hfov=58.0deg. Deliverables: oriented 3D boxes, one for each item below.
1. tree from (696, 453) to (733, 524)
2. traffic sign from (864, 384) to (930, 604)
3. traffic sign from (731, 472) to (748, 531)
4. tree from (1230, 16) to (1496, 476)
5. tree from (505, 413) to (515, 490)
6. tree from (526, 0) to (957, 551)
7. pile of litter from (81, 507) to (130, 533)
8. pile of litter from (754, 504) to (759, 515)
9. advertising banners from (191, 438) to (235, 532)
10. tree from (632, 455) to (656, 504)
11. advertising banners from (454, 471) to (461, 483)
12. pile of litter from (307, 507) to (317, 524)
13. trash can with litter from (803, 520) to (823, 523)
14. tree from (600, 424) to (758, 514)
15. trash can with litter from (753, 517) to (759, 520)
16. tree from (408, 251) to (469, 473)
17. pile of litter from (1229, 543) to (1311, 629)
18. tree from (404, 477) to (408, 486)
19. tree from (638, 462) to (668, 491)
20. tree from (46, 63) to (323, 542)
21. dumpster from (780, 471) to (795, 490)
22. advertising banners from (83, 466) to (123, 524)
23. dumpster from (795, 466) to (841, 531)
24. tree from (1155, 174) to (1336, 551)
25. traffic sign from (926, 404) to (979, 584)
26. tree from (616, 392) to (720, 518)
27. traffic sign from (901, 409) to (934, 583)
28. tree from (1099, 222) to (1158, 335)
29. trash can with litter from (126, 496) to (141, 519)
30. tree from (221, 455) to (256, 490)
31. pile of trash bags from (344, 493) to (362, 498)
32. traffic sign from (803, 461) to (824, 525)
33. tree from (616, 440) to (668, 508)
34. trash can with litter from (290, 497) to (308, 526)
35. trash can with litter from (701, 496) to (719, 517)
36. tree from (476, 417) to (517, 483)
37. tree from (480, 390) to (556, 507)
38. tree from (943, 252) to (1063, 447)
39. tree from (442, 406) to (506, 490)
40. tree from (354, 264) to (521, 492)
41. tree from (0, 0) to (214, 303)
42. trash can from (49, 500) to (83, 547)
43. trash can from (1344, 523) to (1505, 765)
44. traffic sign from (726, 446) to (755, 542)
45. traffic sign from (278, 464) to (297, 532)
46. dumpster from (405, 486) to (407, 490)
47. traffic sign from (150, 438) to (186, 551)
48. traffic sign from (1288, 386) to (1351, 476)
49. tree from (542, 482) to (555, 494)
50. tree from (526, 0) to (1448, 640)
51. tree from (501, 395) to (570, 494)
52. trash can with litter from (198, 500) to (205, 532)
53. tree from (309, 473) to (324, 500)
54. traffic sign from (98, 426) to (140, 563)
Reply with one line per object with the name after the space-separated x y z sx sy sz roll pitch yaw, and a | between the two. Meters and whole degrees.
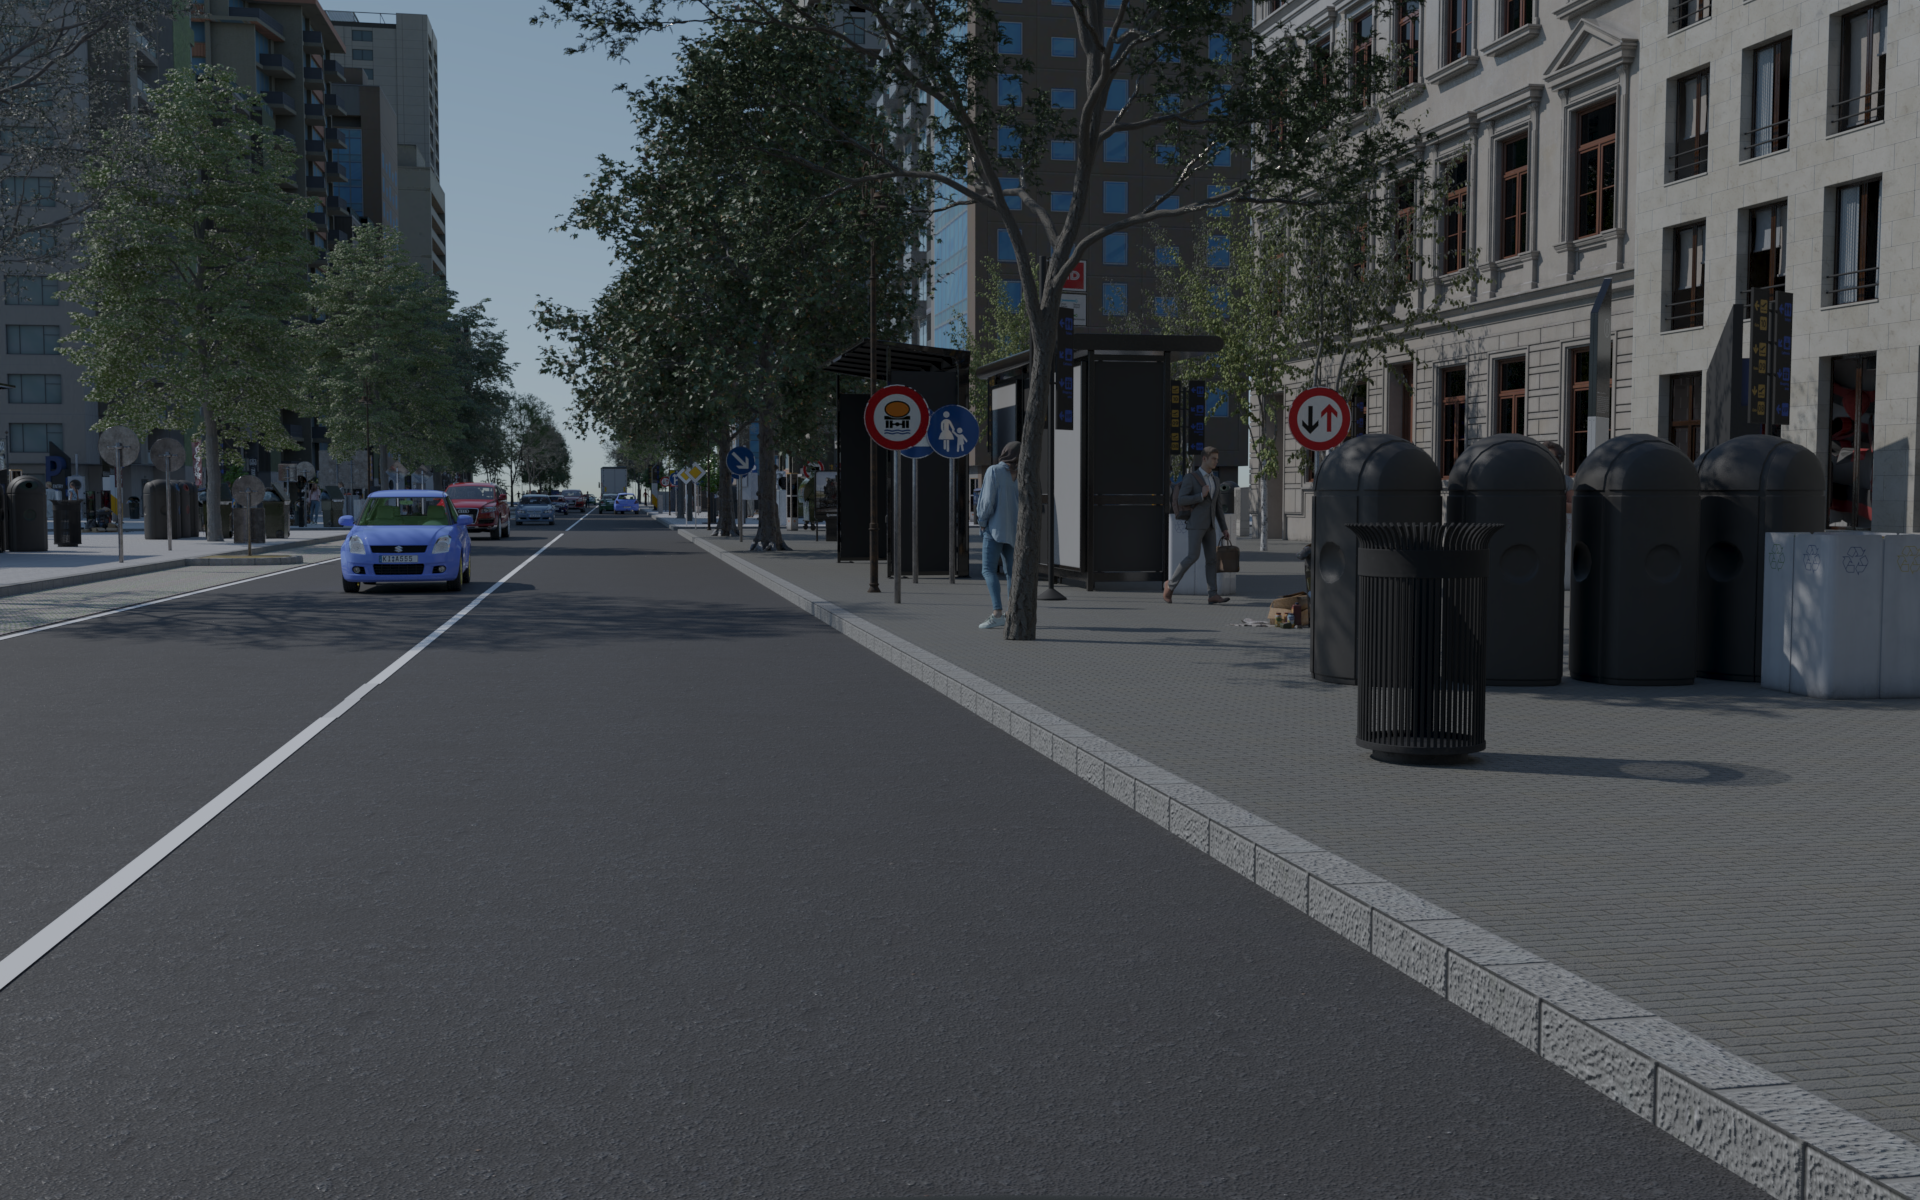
-10.786 -4.909 74.866 1.663 3.219 1.824 0 3 0 | tree
-0.731 -1.231 20.238 0.768 2.556 0.104 0 4 -2 | traffic sign
-7.759 -3.706 60.707 0.768 2.556 0.104 0 4 -7 | traffic sign
6.149 -4.740 27.865 4.360 8.622 3.978 0 3 0 | tree
-36.808 -11.301 135.128 4.360 8.622 3.978 0 3 0 | tree
-4.420 -7.463 39.033 9.611 12.733 9.660 0 3 0 | tree
-28.623 -2.688 57.916 1.719 0.858 1.176 0 4 -7 | pile of litter
-12.818 -5.791 108.654 1.176 0.858 1.719 1 4 23 | pile of litter
-23.109 -3.509 53.561 2.074 3.025 0.090 2 4 33 | advertising banners
-38.337 -16.040 212.623 4.360 8.622 3.978 0 3 0 | tree
-34.028 -7.565 119.878 2.074 3.025 0.090 0 4 -3 | advertising banners
-28.508 -3.737 75.059 1.176 0.858 1.719 -2 4 -27 | pile of litter
-6.522 -4.058 77.739 1.055 1.170 0.624 -3 5 -44 | trash can with litter
-17.640 -12.248 110.629 12.009 13.543 11.850 0 3 0 | tree
-9.701 -4.537 85.241 1.678 1.210 2.233 1 4 21 | trash can with litter
-24.867 -9.484 73.197 7.486 12.596 7.792 0 3 0 | tree
3.524 -0.178 16.880 1.719 0.858 1.176 2 4 26 | pile of litter
-41.868 -8.304 130.372 1.663 3.219 1.824 0 3 0 | tree
-30.384 -11.581 173.061 4.285 4.588 4.351 0 3 0 | tree
-20.318 -7.826 46.087 7.486 12.596 7.792 0 3 0 | tree
-6.894 -4.387 74.220 1.502 2.255 1.985 -1 4 -11 | dumpster
-35.456 -4.625 71.814 0.090 3.025 2.074 1 4 22 | advertising banners
-4.897 -3.604 61.413 1.502 2.255 1.985 -1 4 -11 | dumpster
6.648 -5.411 38.839 4.737 8.622 4.395 0 3 0 | tree
-0.110 -1.507 24.739 0.768 2.556 0.104 -1 4 -11 | traffic sign
-14.966 -10.589 91.257 7.486 12.596 7.792 0 3 0 | tree
-0.638 -1.510 24.800 0.768 2.556 0.104 0 4 -5 | traffic sign
5.805 -5.816 45.455 4.360 8.622 3.978 0 3 0 | tree
-42.452 -4.748 89.018 0.624 1.170 1.055 -1 4 -17 | trash can with litter
-34.166 -5.330 81.740 1.663 3.219 1.824 0 3 0 | tree
-45.001 -7.426 131.166 1.912 1.369 3.447 3 5 42 | pile of trash bags
-5.297 -3.824 62.621 0.768 2.556 0.104 -1 4 -10 | traffic sign
-27.302 -14.055 155.562 9.928 11.665 9.643 0 3 0 | tree
-26.669 -3.552 69.468 1.055 1.170 0.624 2 4 24 | trash can with litter
-13.492 -5.337 98.313 2.233 1.210 1.678 0 4 1 | trash can with litter
-41.349 -12.416 153.362 4.737 8.622 4.395 0 3 0 | tree
-44.278 -15.034 171.562 9.928 11.665 9.643 0 3 0 | tree
1.631 -6.225 52.145 4.737 8.622 4.395 0 3 0 | tree
-36.244 -10.819 127.250 4.360 8.622 3.978 0 3 0 | tree
-28.879 -11.557 95.619 9.857 13.997 8.962 0 3 0 | tree
-15.176 -6.902 23.212 12.009 13.543 11.850 0 3 0 | tree
-21.720 -1.864 42.134 0.748 1.137 0.748 0 3 0 | trash can
2.237 0.200 8.387 0.748 1.137 0.748 0 3 0 | trash can
-5.855 -2.825 46.288 0.768 2.556 0.104 0 4 -6 | traffic sign
-22.767 -3.460 58.696 0.606 2.300 0.079 -1 4 -9 | traffic sign
-37.843 -6.878 118.209 1.264 1.857 1.865 -1 4 -11 | dumpster
-17.934 -2.394 39.243 0.768 2.556 0.104 -1 4 -9 | traffic sign
4.250 -1.252 20.581 0.768 2.556 0.104 0 4 -5 | traffic sign
-66.319 -17.421 279.439 1.663 3.219 1.824 0 3 0 | tree
0.665 -4.907 14.650 8.767 10.594 7.601 -2 4 -27 | tree
-52.681 -18.468 212.323 12.009 13.543 11.850 0 3 0 | tree
-25.789 -2.898 58.764 0.624 1.170 1.055 2 4 24 | trash can with litter
-47.704 -8.264 129.724 1.663 3.219 1.824 0 3 0 | tree
-15.664 -1.967 32.270 0.768 2.556 0.104 0 4 -3 | traffic sign
